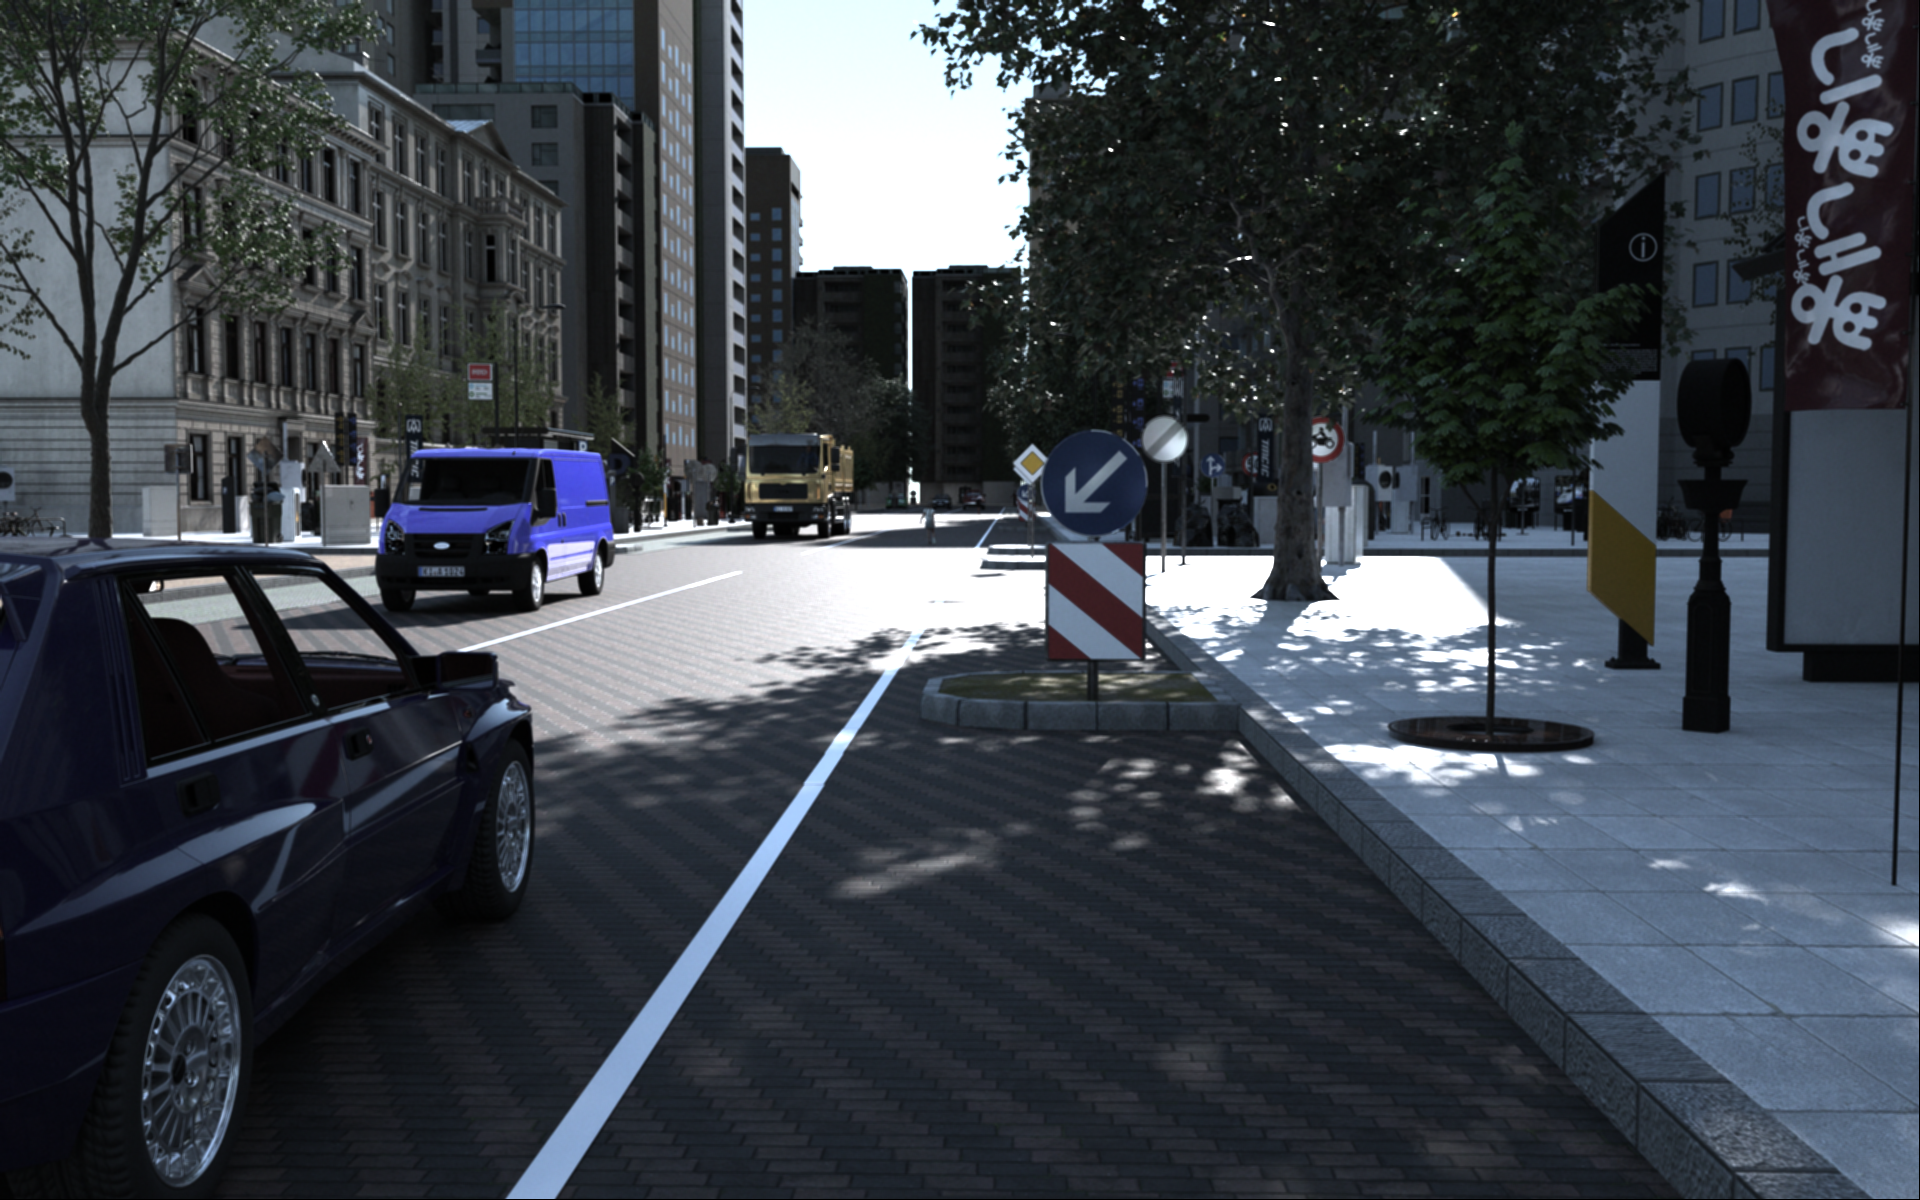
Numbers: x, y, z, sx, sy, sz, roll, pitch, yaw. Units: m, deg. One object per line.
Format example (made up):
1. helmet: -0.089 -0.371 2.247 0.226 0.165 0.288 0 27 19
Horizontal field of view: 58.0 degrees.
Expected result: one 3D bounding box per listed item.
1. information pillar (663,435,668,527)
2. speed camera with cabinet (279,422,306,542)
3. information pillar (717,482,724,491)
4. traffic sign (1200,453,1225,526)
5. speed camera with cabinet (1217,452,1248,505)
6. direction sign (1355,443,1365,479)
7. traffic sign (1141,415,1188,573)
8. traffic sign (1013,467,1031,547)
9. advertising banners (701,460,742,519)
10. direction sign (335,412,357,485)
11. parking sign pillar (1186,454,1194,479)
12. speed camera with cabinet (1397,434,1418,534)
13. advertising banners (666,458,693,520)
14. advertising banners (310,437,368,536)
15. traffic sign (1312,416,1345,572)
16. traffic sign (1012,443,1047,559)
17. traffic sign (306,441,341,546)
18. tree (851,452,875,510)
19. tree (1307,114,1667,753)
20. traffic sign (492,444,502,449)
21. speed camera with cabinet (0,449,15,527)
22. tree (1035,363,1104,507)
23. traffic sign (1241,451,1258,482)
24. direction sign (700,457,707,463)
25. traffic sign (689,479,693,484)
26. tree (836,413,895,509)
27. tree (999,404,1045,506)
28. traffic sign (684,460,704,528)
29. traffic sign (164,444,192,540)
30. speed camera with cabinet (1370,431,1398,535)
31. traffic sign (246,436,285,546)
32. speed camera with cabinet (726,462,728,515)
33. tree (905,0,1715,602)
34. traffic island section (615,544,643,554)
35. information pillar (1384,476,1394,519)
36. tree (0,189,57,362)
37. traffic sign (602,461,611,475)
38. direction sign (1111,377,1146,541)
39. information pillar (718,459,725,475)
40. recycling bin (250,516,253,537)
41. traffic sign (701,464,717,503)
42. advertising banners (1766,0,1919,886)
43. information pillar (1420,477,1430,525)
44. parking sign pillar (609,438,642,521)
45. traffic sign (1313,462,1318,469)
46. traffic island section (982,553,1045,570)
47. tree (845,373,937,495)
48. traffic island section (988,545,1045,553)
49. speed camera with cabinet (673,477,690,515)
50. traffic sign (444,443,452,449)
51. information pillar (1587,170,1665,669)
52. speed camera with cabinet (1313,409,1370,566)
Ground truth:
1. information pillar: -11.574 -4.685 67.949 0.183 3.616 0.504 -1 4 -8
2. speed camera with cabinet: -18.276 -3.233 47.198 0.660 3.252 2.038 -1 4 -12
3. information pillar: -12.582 -5.303 91.193 0.304 2.012 0.304 2 4 33
4. traffic sign: 7.882 -3.302 54.101 0.768 2.556 0.104 0 4 6
5. speed camera with cabinet: 13.164 -5.348 81.776 2.038 3.252 0.660 0 4 4
6. direction sign: 17.676 -5.179 76.681 0.379 3.537 0.876 -1 4 -13
7. traffic sign: 3.318 -1.717 28.180 0.768 2.556 0.104 0 4 3
8. traffic sign: 1.676 -2.355 42.150 0.795 2.450 0.064 0 4 2
9. advertising banners: -12.276 -5.690 89.221 2.074 3.025 0.090 -1 4 -14
10. direction sign: -17.097 -3.443 48.298 0.379 3.537 0.876 1 4 19
11. parking sign pillar: 15.395 -7.843 116.708 1.447 3.967 1.447 0 4 -6
12. speed camera with cabinet: 14.215 -3.758 55.786 0.660 3.252 2.038 0 4 2
13. advertising banners: -13.876 -5.452 85.332 0.090 3.025 2.074 2 4 33
14. advertising banners: -19.089 -3.493 53.306 2.074 3.025 0.090 1 4 16
15. traffic sign: 5.907 -1.730 28.397 0.768 2.556 0.104 1 4 9
16. traffic sign: 1.427 -1.867 34.169 0.795 2.450 0.064 0 4 2
17. traffic sign: -15.559 -2.589 42.331 0.884 2.594 0.081 0 4 7
18. tree: -8.148 -9.321 136.114 4.285 4.588 4.351 0 3 0
19. tree: 2.807 -0.873 8.870 1.663 3.219 1.824 0 3 0
20. traffic sign: -9.212 -1.889 34.520 0.795 2.450 0.064 0 4 2
21. speed camera with cabinet: -31.700 -3.764 55.883 2.038 3.252 0.660 -3 5 -42
22. tree: 5.514 -8.494 89.238 4.737 8.622 4.395 0 3 0
23. traffic sign: 8.781 -3.158 51.736 0.768 2.556 0.104 0 4 7
24. direction sign: -15.578 -6.929 105.292 0.379 3.537 0.876 1 4 21
25. traffic sign: -14.230 -5.683 93.029 0.768 2.556 0.104 0 4 8
26. tree: -8.827 -12.356 152.384 4.737 8.622 4.395 0 3 0
27. tree: 8.882 -17.065 185.675 9.857 13.997 8.962 0 3 0
28. traffic sign: -9.959 -3.961 64.873 0.768 2.556 0.104 0 4 4
29. traffic sign: -16.069 -2.048 35.614 0.606 2.300 0.079 1 4 9
30. speed camera with cabinet: 12.521 -3.632 53.727 2.038 3.252 0.660 -2 4 -34
31. traffic sign: -13.778 -2.030 34.373 0.795 2.450 0.064 0 4 6
32. speed camera with cabinet: -13.775 -6.953 108.015 2.038 3.252 0.660 1 4 18
33. tree: 4.156 -6.339 20.656 9.611 12.733 9.660 0 3 0
34. traffic island section: -8.987 -1.241 42.564 2.009 0.180 2.903 0 4 2
35. information pillar: 17.348 -4.010 70.051 0.304 2.012 0.304 -3 5 -43
36. tree: -18.807 -4.943 31.186 4.360 8.622 3.978 0 3 0
37. traffic sign: -8.963 -2.377 42.501 0.795 2.450 0.064 0 4 2
38. direction sign: 3.149 -2.479 32.521 0.379 3.537 0.876 -3 5 -40
39. information pillar: -15.924 -7.609 115.755 0.504 3.616 0.183 -3 5 -44
40. recycling bin: -20.787 -2.410 51.951 0.722 1.027 0.722 3 4 36
41. traffic sign: -10.496 -4.412 72.245 0.768 2.556 0.104 0 4 5
42. advertising banners: 3.576 -0.572 5.548 2.074 3.025 0.090 0 4 5
43. information pillar: 19.617 -4.191 73.010 0.304 2.012 0.304 0 4 -8
44. parking sign pillar: -16.231 -5.791 83.158 1.447 3.967 1.447 2 4 24
45. traffic sign: 6.030 -1.732 30.452 0.606 2.300 0.079 1 4 10
46. traffic island section: 1.451 -0.732 34.246 2.009 0.180 2.903 0 4 2
47. tree: -7.332 -16.778 180.979 9.857 13.997 8.962 0 3 0
48. traffic island section: 1.699 -1.220 42.227 2.009 0.180 2.903 0 4 2
49. speed camera with cabinet: -17.197 -6.888 106.953 0.660 3.252 2.038 -1 4 -23
50. traffic sign: -12.950 -2.680 43.826 0.884 2.594 0.081 1 4 8
51. information pillar: 4.873 -1.303 12.656 0.504 3.616 0.183 0 4 1
52. speed camera with cabinet: 6.925 -2.277 31.573 0.660 3.252 2.038 1 4 21
